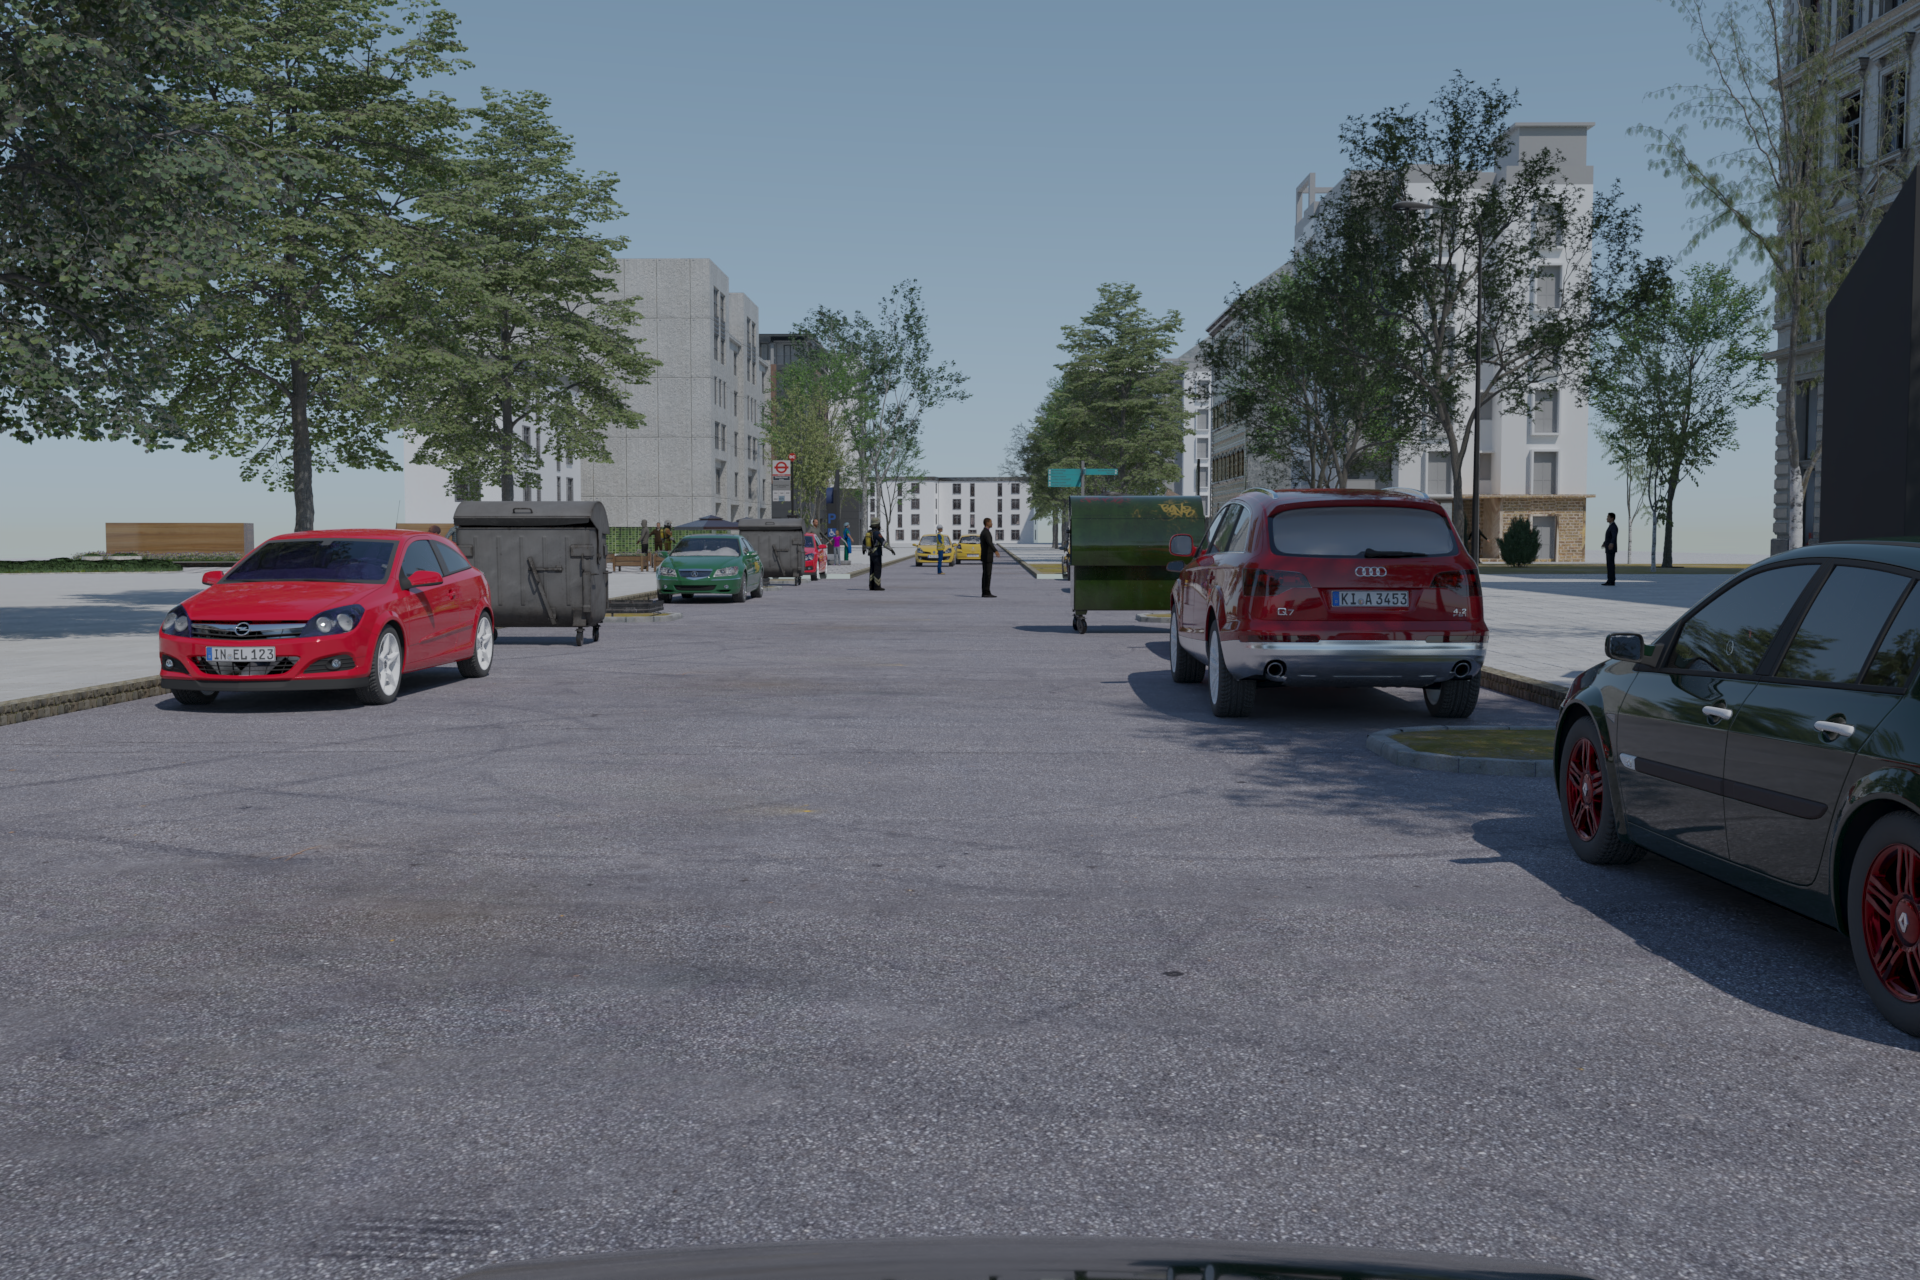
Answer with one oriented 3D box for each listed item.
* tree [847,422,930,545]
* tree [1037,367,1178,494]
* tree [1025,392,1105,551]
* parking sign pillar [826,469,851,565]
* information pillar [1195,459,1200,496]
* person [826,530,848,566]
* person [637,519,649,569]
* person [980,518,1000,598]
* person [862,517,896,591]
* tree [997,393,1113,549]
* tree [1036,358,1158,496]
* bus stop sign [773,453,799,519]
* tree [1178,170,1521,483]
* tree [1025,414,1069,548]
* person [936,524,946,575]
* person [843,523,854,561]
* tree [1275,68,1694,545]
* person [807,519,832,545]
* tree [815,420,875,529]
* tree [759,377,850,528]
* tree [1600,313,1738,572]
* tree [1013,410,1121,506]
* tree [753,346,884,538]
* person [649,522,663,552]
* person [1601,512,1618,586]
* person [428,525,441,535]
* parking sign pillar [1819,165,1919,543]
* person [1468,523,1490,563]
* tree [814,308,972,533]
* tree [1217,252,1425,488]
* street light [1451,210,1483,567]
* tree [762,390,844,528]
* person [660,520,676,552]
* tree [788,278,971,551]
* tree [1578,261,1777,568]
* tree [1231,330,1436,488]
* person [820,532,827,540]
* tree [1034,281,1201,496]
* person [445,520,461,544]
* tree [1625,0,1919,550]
[{"bbox_3d":[-6.580,-14.244,158.637,9.928,11.665,9.643,0,3,0],"label":"tree"},{"bbox_3d":[7.584,-9.412,88.306,7.601,10.594,8.767,-1,4,-13],"label":"tree"},{"bbox_3d":[8.390,-13.269,135.081,7.486,12.596,7.792,0,3,0],"label":"tree"},{"bbox_3d":[-5.237,-5.088,71.664,1.447,3.967,1.447,0,4,1],"label":"parking sign pillar"},{"bbox_3d":[7.406,-3.831,53.998,0.183,3.616,0.504,0,4,1],"label":"information pillar"},{"bbox_3d":[-5.000,-3.725,70.167,0.991,1.433,0.599,1,4,16],"label":"person"},{"bbox_3d":[-11.465,-3.468,62.834,0.705,1.813,1.348,0,4,3],"label":"person"},{"bbox_3d":[0.641,-1.862,39.123,0.704,1.802,1.346,-1,4,-12],"label":"person"},{"bbox_3d":[-2.115,-2.177,43.836,0.705,1.856,1.354,-3,4,-38],"label":"person"},{"bbox_3d":[8.221,-14.408,145.946,12.009,13.543,11.850,0,3,0],"label":"tree"},{"bbox_3d":[8.085,-10.796,102.266,9.928,11.665,9.643,0,3,0],"label":"tree"},{"bbox_3d":[-5.748,-4.189,57.190,0.855,3.939,0.416,0,4,0],"label":"bus stop sign"},{"bbox_3d":[9.958,-6.787,45.386,8.767,10.594,7.601,0,4,-4],"label":"tree"},{"bbox_3d":[8.901,-14.696,158.410,7.486,12.596,7.792,0,3,0],"label":"tree"},{"bbox_3d":[-0.621,-3.214,61.462,0.721,1.772,1.216,0,4,-2],"label":"person"},{"bbox_3d":[-5.203,-4.525,80.112,0.704,1.817,1.347,-1,4,-20],"label":"person"},{"bbox_3d":[10.002,-6.091,34.004,8.767,10.594,7.601,2,4,29],"label":"tree"},{"bbox_3d":[-5.004,-3.290,60.064,0.705,1.796,1.348,3,5,45],"label":"person"},{"bbox_3d":[-7.774,-9.643,108.021,4.360,8.622,3.978,0,3,0],"label":"tree"},{"bbox_3d":[-7.319,-8.050,81.984,4.737,8.622,4.395,0,3,0],"label":"tree"},{"bbox_3d":[23.658,-6.596,58.200,4.737,8.622,4.395,0,3,0],"label":"tree"},{"bbox_3d":[8.160,-11.340,119.818,8.767,10.594,7.601,-1,4,-18],"label":"tree"},{"bbox_3d":[-7.775,-10.389,95.619,9.928,11.665,9.643,0,3,0],"label":"tree"},{"bbox_3d":[-13.467,-4.356,77.350,1.346,1.812,0.704,0,4,-1],"label":"person"},{"bbox_3d":[16.149,-2.263,43.050,0.704,1.823,1.345,1,4,12],"label":"person"},{"bbox_3d":[-8.831,-1.174,28.464,0.421,1.427,0.697,3,4,36],"label":"person"},{"bbox_3d":[7.179,-1.524,13.384,1.447,3.967,1.447,0,4,0],"label":"parking sign pillar"},{"bbox_3d":[22.594,-4.247,75.632,0.705,1.806,1.347,-2,4,-24],"label":"person"},{"bbox_3d":[-5.643,-17.655,144.544,12.611,20.169,13.585,0,3,0],"label":"tree"},{"bbox_3d":[13.104,-8.423,63.474,9.928,11.665,9.643,0,3,0],"label":"tree"},{"bbox_3d":[7.807,-3.166,24.310,1.470,5.913,1.316,0,4,1],"label":"street light"},{"bbox_3d":[-7.697,-8.418,87.994,4.737,8.622,4.395,0,3,0],"label":"tree"},{"bbox_3d":[-11.685,-3.891,69.391,0.705,1.858,1.354,-2,4,-26],"label":"person"},{"bbox_3d":[-5.778,-16.621,127.649,12.611,20.169,13.585,0,3,0],"label":"tree"},{"bbox_3d":[27.146,-8.560,65.708,9.928,11.665,9.643,0,3,0],"label":"tree"},{"bbox_3d":[16.080,-8.554,74.274,8.767,10.594,7.601,0,4,-1],"label":"tree"},{"bbox_3d":[-6.770,-5.149,90.908,1.216,1.740,0.721,-1,4,-10],"label":"person"},{"bbox_3d":[7.267,-9.821,78.700,7.486,12.596,7.792,0,3,0],"label":"tree"},{"bbox_3d":[-15.777,-2.976,54.494,0.704,1.849,1.345,2,4,30],"label":"person"},{"bbox_3d":[9.310,-4.235,19.611,4.360,8.622,3.978,0,3,0],"label":"tree"}]
